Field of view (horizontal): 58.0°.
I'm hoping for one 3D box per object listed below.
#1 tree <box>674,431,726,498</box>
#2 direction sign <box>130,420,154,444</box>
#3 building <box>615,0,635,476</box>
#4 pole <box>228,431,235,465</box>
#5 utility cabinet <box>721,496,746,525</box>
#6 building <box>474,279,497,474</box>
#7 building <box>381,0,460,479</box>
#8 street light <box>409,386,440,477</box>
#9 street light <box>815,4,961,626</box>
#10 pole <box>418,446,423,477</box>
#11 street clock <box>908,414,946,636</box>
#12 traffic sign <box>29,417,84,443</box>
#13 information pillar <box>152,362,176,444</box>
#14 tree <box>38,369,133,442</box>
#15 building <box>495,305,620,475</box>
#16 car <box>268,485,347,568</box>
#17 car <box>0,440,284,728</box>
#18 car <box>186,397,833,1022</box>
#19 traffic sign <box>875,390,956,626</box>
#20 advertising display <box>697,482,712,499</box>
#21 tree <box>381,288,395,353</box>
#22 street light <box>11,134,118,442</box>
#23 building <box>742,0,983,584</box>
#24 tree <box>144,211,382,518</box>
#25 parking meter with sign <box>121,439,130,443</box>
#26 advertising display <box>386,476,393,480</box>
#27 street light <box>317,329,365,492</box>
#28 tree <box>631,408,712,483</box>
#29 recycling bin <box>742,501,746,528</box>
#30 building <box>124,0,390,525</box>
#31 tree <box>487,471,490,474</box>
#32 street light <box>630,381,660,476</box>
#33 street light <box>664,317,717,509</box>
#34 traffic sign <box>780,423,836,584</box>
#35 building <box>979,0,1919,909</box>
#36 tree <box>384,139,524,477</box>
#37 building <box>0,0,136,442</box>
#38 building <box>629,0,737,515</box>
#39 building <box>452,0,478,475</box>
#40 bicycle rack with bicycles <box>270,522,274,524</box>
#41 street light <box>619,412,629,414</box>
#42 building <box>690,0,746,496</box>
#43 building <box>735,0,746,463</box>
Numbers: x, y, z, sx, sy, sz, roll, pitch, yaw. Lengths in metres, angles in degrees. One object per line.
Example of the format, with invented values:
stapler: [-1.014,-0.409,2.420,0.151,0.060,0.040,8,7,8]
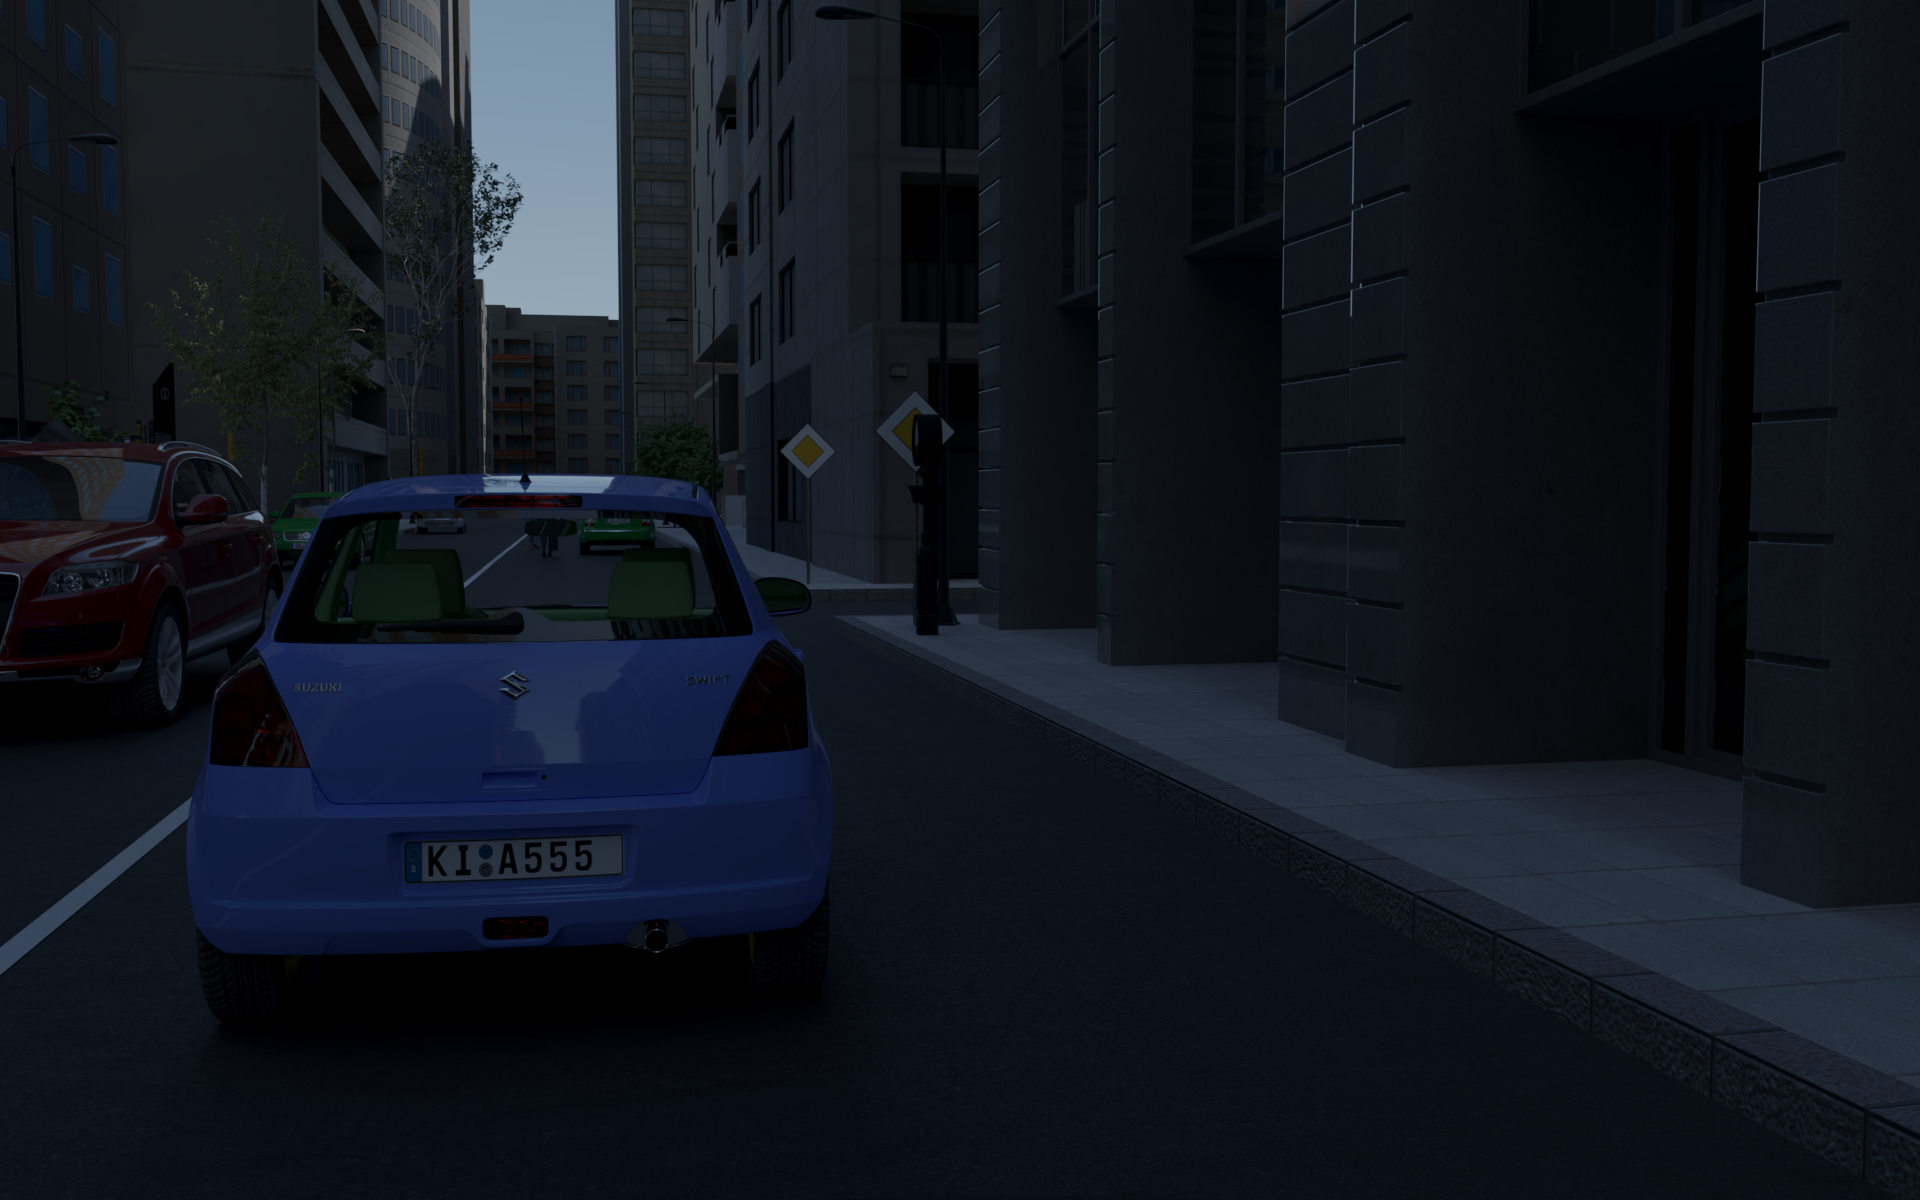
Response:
tree: [-7.631,-3.564,52.865,1.663,3.219,1.824,0,3,0]
direction sign: [-24.992,-3.744,53.218,0.876,3.537,0.379,-1,4,-18]
building: [-20.971,-37.788,159.826,21.231,58.520,28.212,-1,4,-12]
pole: [-23.683,-3.824,56.370,0.158,3.312,0.155,0,3,0]
utility cabinet: [-9.329,-3.681,71.340,1.020,1.237,0.306,-3,5,-41]
building: [-57.090,-18.881,153.751,28.899,21.520,27.650,-1,4,-12]
building: [-43.008,-34.528,106.534,21.231,58.520,28.212,-1,4,-12]
street light: [-23.102,-6.248,74.697,1.470,5.913,1.316,-1,4,-12]
street light: [-0.691,-2.703,16.727,1.470,5.913,1.316,-1,4,-12]
pole: [-23.042,-4.902,73.986,0.158,3.312,0.155,0,3,0]
street clock: [-0.299,-0.683,15.737,0.358,2.002,0.471,-1,4,-9]
traffic sign: [-11.731,-1.156,22.540,0.795,2.450,0.064,-1,4,-12]
information pillar: [-14.187,-2.422,30.951,0.504,3.616,0.183,2,4,26]
tree: [-13.684,-1.959,26.639,1.663,3.219,1.824,0,3,0]
building: [-49.964,-21.121,190.370,28.899,21.520,27.650,-1,4,-12]
car: [-12.554,-1.563,34.356,1.959,1.807,4.718,-1,4,-11]
car: [-6.172,-0.211,12.118,2.281,1.827,5.304,-1,4,-11]
car: [-1.453,0.213,6.111,1.945,1.707,3.694,-1,4,-11]
traffic sign: [-0.438,-0.807,16.831,0.795,2.450,0.064,-1,4,-12]
advertising display: [-10.626,-4.015,70.854,0.974,1.923,0.123,-1,4,-14]
tree: [-19.387,-6.253,52.592,4.737,8.622,4.395,0,3,0]
street light: [-11.567,-3.049,22.393,1.470,5.913,1.316,-1,4,-12]
building: [6.626,-36.479,34.678,20.611,71.187,20.563,-1,4,-12]
tree: [-18.192,-5.756,44.476,4.737,8.622,4.395,0,3,0]
parking meter with sign: [-26.923,-3.597,55.074,1.738,3.016,0.543,2,4,28]
advertising display: [-19.953,-3.389,60.631,0.123,1.923,0.974,-1,4,-13]
street light: [-17.443,-4.663,48.778,1.470,5.913,1.316,-1,4,-12]
tree: [-10.881,-5.044,66.184,4.285,4.588,4.351,0,3,0]
recycling bin: [-7.917,-3.310,66.668,0.722,1.027,0.722,1,4,17]
building: [-33.836,-26.945,64.252,21.300,48.544,21.600,-1,4,-12]
tree: [-38.657,-9.044,142.462,1.663,3.219,1.824,0,3,0]
street light: [-12.732,-6.059,71.599,1.470,5.913,1.316,-1,4,-12]
street light: [-7.037,-4.475,45.712,1.470,5.913,1.316,-1,4,-12]
traffic sign: [-2.163,-1.284,24.629,0.795,2.450,0.064,-1,4,-12]
building: [8.614,-13.797,3.068,11.434,29.767,29.804,-1,4,-12]
tree: [-28.494,-14.093,86.304,12.611,20.169,13.585,0,3,0]
building: [-24.988,-23.355,31.973,14.600,45.320,14.200,-1,4,-12]
building: [-14.134,-26.192,111.837,14.154,41.232,14.086,-1,4,-12]
building: [-43.791,-29.285,128.921,14.600,45.320,14.200,-1,4,-12]
bicycle rack with bicycles: [-17.500,-1.670,40.686,2.925,0.926,2.852,-2,4,-29]
street light: [-18.536,-7.670,97.942,1.470,5.913,1.316,-1,4,-12]
building: [-22.727,-37.161,196.824,27.495,52.752,28.713,-1,4,-12]
building: [0.327,-24.799,55.579,14.600,45.320,14.200,-1,4,-12]
